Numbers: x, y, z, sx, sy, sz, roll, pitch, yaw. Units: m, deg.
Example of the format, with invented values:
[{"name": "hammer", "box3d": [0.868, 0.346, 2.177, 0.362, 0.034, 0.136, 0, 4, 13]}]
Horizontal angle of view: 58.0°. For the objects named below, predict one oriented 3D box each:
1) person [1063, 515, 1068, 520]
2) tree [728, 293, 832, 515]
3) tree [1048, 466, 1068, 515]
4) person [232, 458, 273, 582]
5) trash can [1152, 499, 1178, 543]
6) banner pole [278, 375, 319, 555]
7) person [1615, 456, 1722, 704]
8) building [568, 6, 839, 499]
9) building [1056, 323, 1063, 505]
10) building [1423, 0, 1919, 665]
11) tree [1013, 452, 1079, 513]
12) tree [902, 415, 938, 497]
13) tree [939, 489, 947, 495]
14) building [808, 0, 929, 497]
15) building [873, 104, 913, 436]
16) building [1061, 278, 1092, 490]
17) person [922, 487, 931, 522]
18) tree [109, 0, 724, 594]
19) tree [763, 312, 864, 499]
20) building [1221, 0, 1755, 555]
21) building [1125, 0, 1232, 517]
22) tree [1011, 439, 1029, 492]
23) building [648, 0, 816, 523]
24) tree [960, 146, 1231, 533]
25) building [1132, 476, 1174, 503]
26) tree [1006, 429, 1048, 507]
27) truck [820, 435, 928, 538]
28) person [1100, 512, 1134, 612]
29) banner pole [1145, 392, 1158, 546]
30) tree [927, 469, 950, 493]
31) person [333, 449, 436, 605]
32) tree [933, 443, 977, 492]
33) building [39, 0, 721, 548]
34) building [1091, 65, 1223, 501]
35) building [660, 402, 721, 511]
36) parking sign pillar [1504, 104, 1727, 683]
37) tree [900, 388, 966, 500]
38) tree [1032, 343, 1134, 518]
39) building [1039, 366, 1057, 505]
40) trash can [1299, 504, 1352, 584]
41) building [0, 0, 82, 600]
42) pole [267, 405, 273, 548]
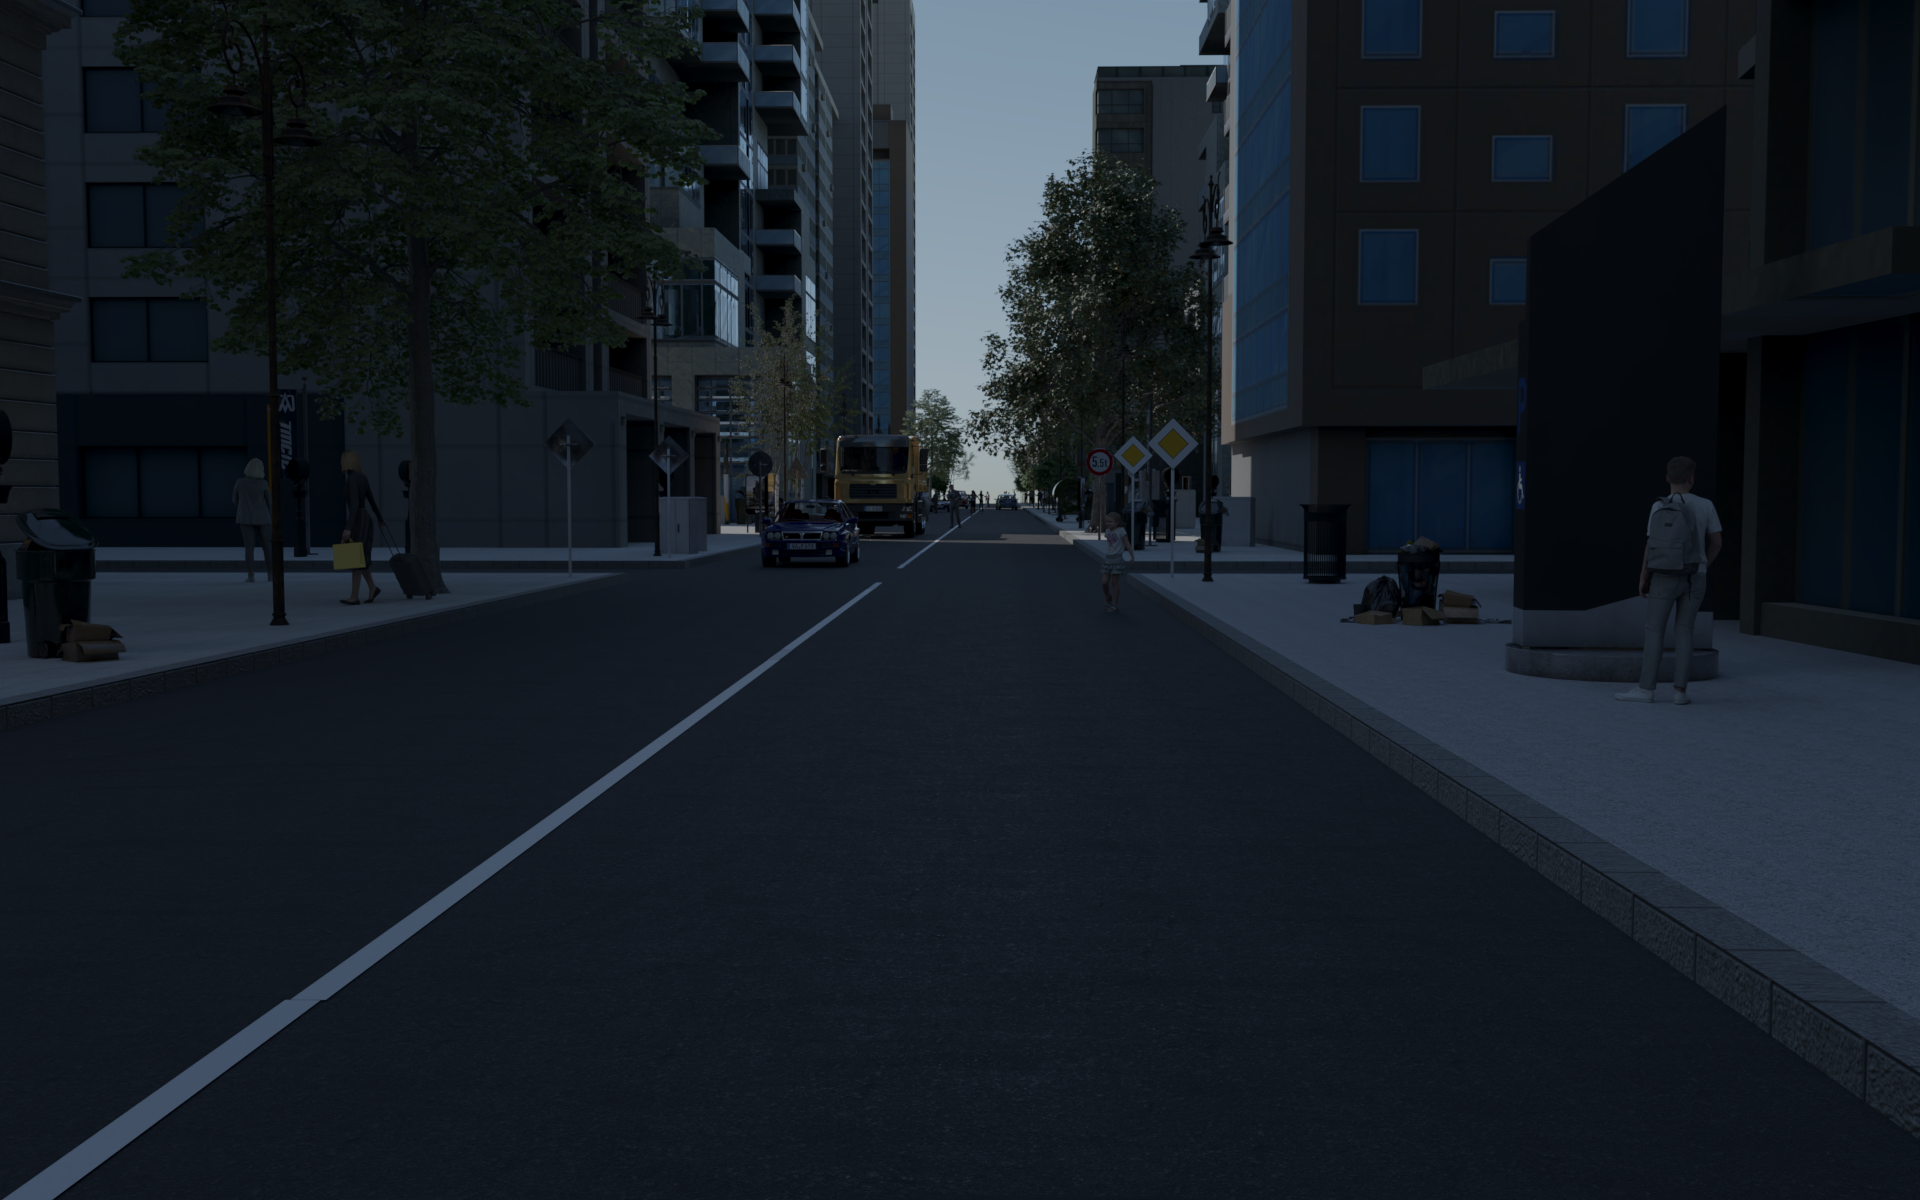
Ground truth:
[{"name": "person", "box3d": [5.099, -4.837, 85.113, 0.713, 1.824, 0.794, 2, 4, 31]}, {"name": "tree", "box3d": [-6.801, -6.962, 64.193, 4.360, 8.622, 3.978, 0, 3, 0]}, {"name": "tree", "box3d": [5.923, -6.758, 105.093, 1.663, 3.219, 1.824, 0, 3, 0]}, {"name": "person", "box3d": [-10.325, -1.167, 25.313, 0.537, 1.800, 0.526, 0, 4, -8]}, {"name": "trash can", "box3d": [5.420, -2.098, 45.953, 0.748, 1.137, 0.748, 0, 3, 0]}, {"name": "banner pole", "box3d": [-13.965, -2.834, 36.359, 0.863, 3.779, 0.401, -1, 4, -13]}, {"name": "person", "box3d": [4.355, -0.121, 10.615, 0.503, 1.515, 0.523, -2, 4, -26]}, {"name": "building", "box3d": [-23.568, -27.782, 146.114, 32.217, 40.220, 23.993, 0, 4, 1]}, {"name": "building", "box3d": [18.355, -26.422, 203.694, 14.160, 30.474, 14.107, 0, 4, 1]}, {"name": "building", "box3d": [16.650, -21.596, 7.717, 22.147, 44.769, 28.867, 0, 4, 1]}, {"name": "tree", "box3d": [6.443, -8.171, 117.314, 4.285, 4.588, 4.351, 0, 3, 0]}, {"name": "tree", "box3d": [-4.220, -12.878, 160.910, 4.360, 8.622, 3.978, 0, 3, 0]}, {"name": "tree", "box3d": [-2.109, -13.679, 218.253, 1.663, 3.219, 1.824, 0, 3, 0]}, {"name": "building", "box3d": [-14.625, -49.674, 250.418, 20.563, 71.187, 20.611, 0, 4, 1]}, {"name": "building", "box3d": [-12.780, -33.837, 203.348, 14.600, 45.320, 14.200, 0, 4, 1]}, {"name": "building", "box3d": [22.744, -18.253, 143.480, 27.650, 21.520, 28.899, 0, 4, 1]}, {"name": "person", "box3d": [-1.759, -4.976, 90.085, 0.478, 1.798, 0.641, 2, 4, 29]}, {"name": "tree", "box3d": [-6.799, -6.326, 21.554, 7.486, 12.596, 7.792, 0, 3, 0]}, {"name": "tree", "box3d": [-6.329, -7.396, 71.286, 4.737, 8.622, 4.395, 0, 3, 0]}, {"name": "building", "box3d": [14.359, -23.934, 41.431, 14.200, 45.320, 14.600, 0, 4, 1]}, {"name": "building", "box3d": [20.844, -47.388, 87.462, 22.319, 86.520, 31.000, 0, 4, 1]}, {"name": "tree", "box3d": [5.373, -8.793, 94.128, 4.737, 8.622, 4.395, 0, 3, 0]}, {"name": "building", "box3d": [-18.427, -47.499, 89.281, 22.319, 86.520, 31.000, 0, 4, 1]}, {"name": "tree", "box3d": [4.748, -8.583, 57.345, 9.611, 12.733, 9.660, 0, 3, 0]}, {"name": "building", "box3d": [25.948, -29.196, 169.237, 32.217, 40.220, 23.993, 0, 4, 1]}, {"name": "tree", "box3d": [7.107, -13.460, 170.431, 4.360, 8.622, 3.978, 0, 3, 0]}, {"name": "truck", "box3d": [-2.642, -3.871, 59.223, 3.469, 3.379, 9.791, 0, 4, 2]}, {"name": "person", "box3d": [1.944, -0.469, 21.178, 0.505, 1.210, 0.382, 3, 4, 37]}, {"name": "banner pole", "box3d": [4.661, -3.225, 42.739, 0.401, 3.779, 0.863, 0, 4, -4]}, {"name": "tree", "box3d": [-2.665, -13.893, 210.857, 4.285, 4.588, 4.351, 0, 3, 0]}, {"name": "person", "box3d": [-6.820, -0.867, 20.439, 0.699, 1.804, 1.509, 2, 4, 31]}, {"name": "tree", "box3d": [-1.395, -20.404, 268.024, 7.601, 10.594, 8.767, 2, 4, 25]}, {"name": "building", "box3d": [-18.048, -37.393, 49.628, 20.563, 71.187, 20.611, 0, 4, 1]}, {"name": "building", "box3d": [16.086, -21.338, 120.578, 14.160, 30.474, 14.107, 0, 4, 1]}, {"name": "building", "box3d": [-16.757, -44.589, 167.274, 20.563, 71.187, 20.611, 0, 4, 1]}, {"name": "parking sign pillar", "box3d": [4.678, -1.461, 12.355, 1.447, 3.967, 1.447, 0, 4, 8]}, {"name": "tree", "box3d": [-2.773, -16.372, 185.801, 7.486, 12.596, 7.792, 0, 3, 0]}, {"name": "tree", "box3d": [5.787, -7.543, 73.693, 4.737, 8.622, 4.395, 0, 3, 0]}, {"name": "building", "box3d": [24.697, -23.257, 225.286, 27.650, 21.520, 28.899, 0, 4, 1]}, {"name": "trash can", "box3d": [5.244, -0.809, 24.878, 0.748, 1.137, 0.748, 0, 3, 0]}, {"name": "building", "box3d": [-28.491, -12.087, 16.705, 34.723, 24.649, 14.460, 0, 4, 1]}, {"name": "pole", "box3d": [-15.743, -2.805, 39.710, 0.158, 3.312, 0.155, 0, 3, 0]}]
